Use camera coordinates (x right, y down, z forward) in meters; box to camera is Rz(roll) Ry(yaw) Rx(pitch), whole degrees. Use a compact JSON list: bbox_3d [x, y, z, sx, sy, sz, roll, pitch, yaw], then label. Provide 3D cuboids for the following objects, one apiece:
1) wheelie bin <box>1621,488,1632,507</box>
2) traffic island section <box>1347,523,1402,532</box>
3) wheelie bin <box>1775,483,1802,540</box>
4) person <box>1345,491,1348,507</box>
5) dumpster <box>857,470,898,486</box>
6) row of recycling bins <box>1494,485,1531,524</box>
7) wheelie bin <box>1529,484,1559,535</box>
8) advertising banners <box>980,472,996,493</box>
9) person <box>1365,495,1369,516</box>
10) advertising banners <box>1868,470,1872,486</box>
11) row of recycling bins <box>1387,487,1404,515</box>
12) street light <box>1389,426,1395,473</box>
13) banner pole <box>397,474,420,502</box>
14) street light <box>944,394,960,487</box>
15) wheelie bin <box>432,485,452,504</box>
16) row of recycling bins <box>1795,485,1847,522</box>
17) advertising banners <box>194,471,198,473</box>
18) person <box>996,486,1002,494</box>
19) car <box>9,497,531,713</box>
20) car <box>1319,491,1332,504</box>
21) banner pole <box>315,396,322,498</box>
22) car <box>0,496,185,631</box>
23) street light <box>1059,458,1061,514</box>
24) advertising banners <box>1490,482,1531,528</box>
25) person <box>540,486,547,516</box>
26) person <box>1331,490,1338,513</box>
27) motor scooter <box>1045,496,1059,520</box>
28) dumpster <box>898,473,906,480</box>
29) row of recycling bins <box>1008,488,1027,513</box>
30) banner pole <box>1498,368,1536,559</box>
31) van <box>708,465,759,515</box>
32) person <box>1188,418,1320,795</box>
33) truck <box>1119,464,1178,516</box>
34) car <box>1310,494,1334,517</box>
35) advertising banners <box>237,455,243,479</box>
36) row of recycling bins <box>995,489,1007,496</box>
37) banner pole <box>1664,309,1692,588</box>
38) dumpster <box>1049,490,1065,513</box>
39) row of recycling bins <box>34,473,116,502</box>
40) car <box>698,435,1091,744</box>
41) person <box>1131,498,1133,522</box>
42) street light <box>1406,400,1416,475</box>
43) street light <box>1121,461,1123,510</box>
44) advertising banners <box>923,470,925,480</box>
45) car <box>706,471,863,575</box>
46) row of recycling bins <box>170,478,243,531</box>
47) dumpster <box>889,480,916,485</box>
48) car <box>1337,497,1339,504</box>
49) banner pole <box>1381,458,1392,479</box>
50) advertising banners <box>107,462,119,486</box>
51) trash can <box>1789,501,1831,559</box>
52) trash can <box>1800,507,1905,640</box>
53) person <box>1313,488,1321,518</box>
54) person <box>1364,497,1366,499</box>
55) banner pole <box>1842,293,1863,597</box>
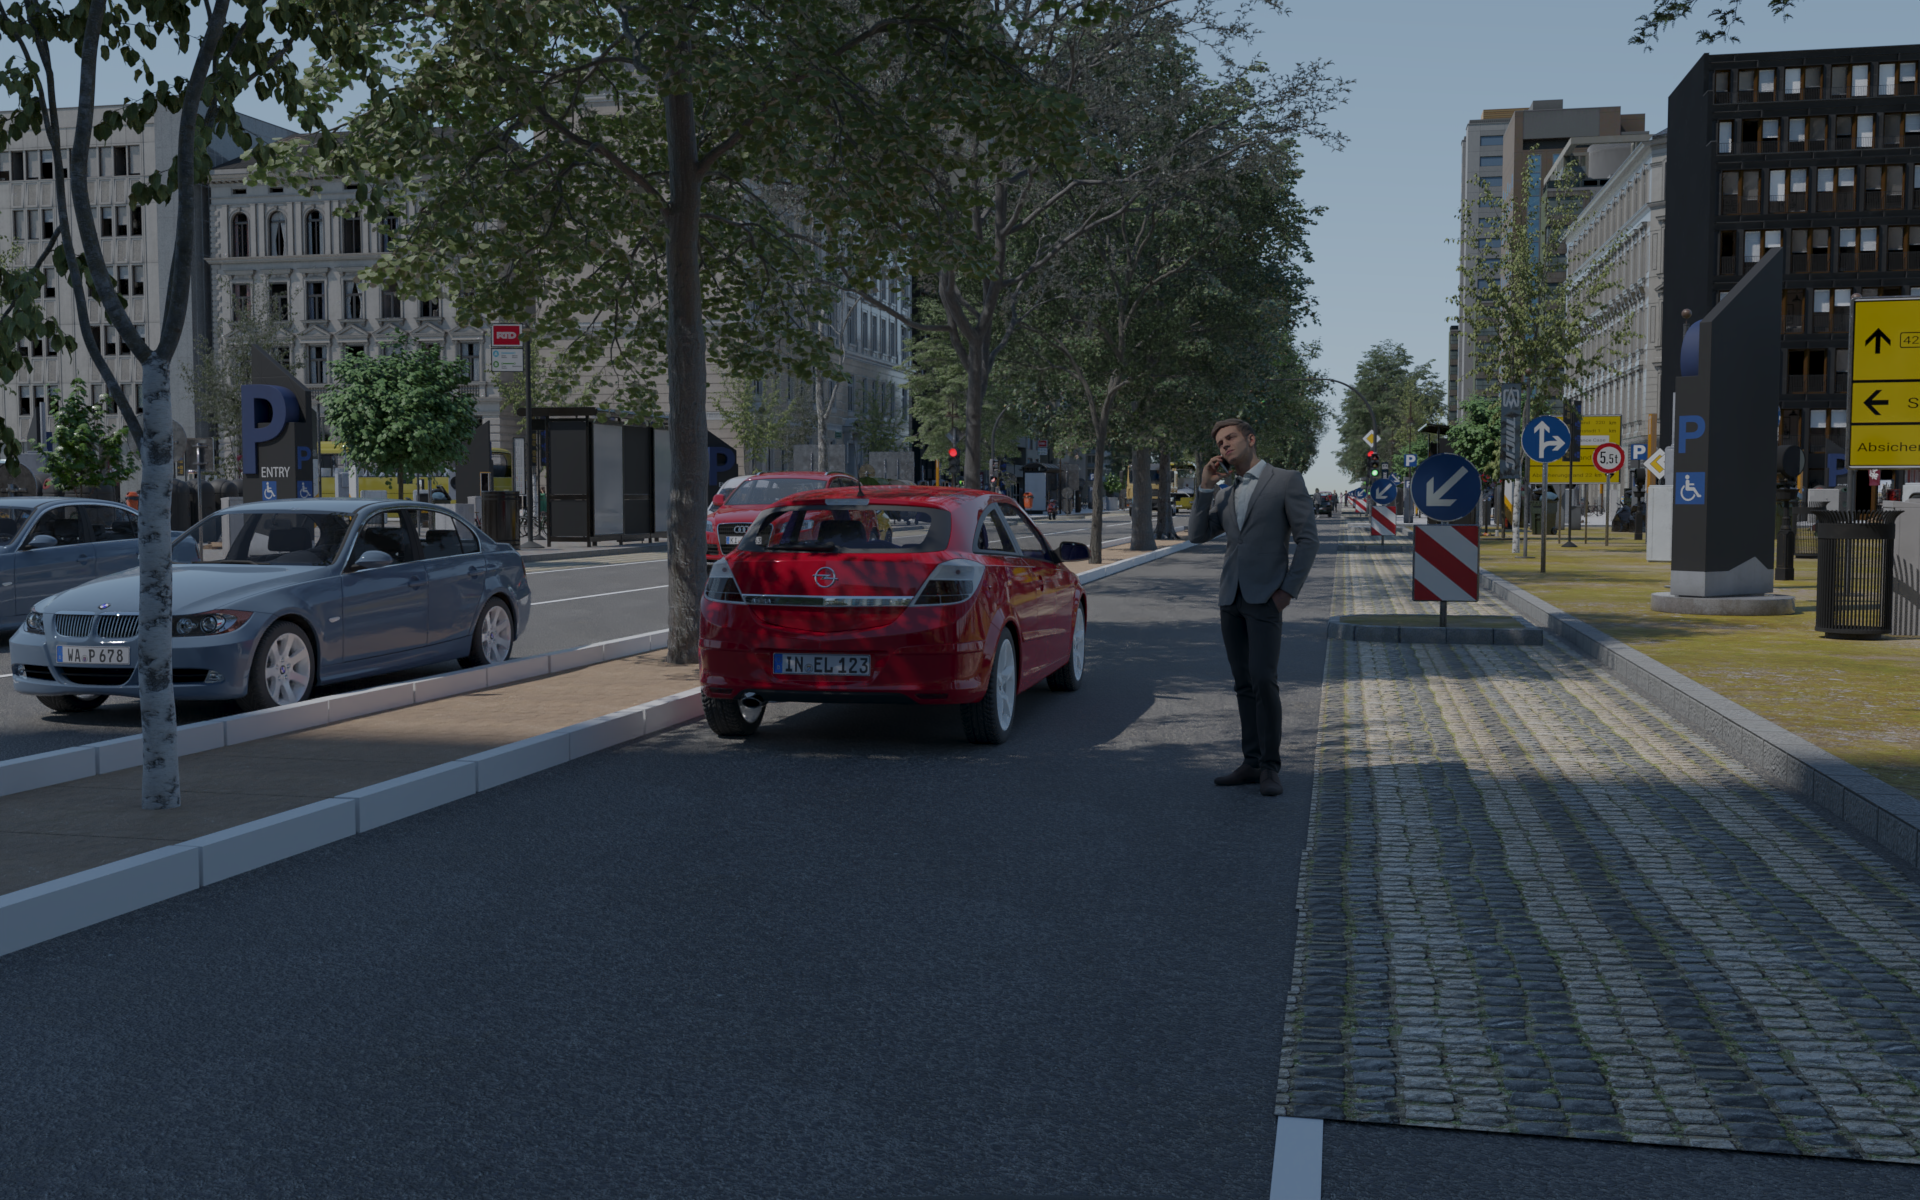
[{"bbox_3d":[35.144,-5.067,90.745,0.980,1.594,0.693,2,4,27],"label":"wheelie bin"},{"bbox_3d":[16.203,-2.782,67.759,2.009,0.180,2.903,1,4,12],"label":"traffic island section"},{"bbox_3d":[23.273,-2.506,48.873,0.980,1.594,0.693,0,4,3],"label":"wheelie bin"},{"bbox_3d":[39.205,-10.172,175.727,0.530,1.710,0.541,3,5,40],"label":"person"},{"bbox_3d":[-3.600,-4.134,70.089,1.502,2.255,1.985,1,4,12],"label":"dumpster"},{"bbox_3d":[23.918,-4.156,75.058,1.069,1.692,3.534,2,4,32],"label":"row of recycling bins"},{"bbox_3d":[18.361,-2.845,54.428,0.693,1.594,0.980,-2,4,-31],"label":"wheelie bin"},{"bbox_3d":[2.314,-8.628,137.251,2.074,3.025,0.090,-2,4,-28],"label":"advertising banners"},{"bbox_3d":[25.041,-5.954,106.022,0.466,1.800,0.511,1,4,23],"label":"person"},{"bbox_3d":[29.483,-3.573,54.612,0.090,3.025,2.074,-2,4,-25],"label":"advertising banners"},{"bbox_3d":[26.640,-6.036,105.802,1.069,1.692,3.534,1,4,16],"label":"row of recycling bins"},{"bbox_3d":[29.088,-8.797,116.617,0.468,5.910,1.993,1,4,12],"label":"street light"},{"bbox_3d":[-16.555,-3.801,52.158,0.863,3.779,0.401,0,4,0],"label":"banner pole"},{"bbox_3d":[-0.338,-6.548,79.840,0.468,5.910,1.993,1,4,12],"label":"street light"},{"bbox_3d":[-18.275,-3.239,60.862,0.693,1.594,0.980,-2,4,-33],"label":"wheelie bin"},{"bbox_3d":[39.829,-4.538,81.315,3.534,1.692,1.069,1,4,22],"label":"row of recycling bins"},{"bbox_3d":[-35.512,-5.078,79.208,0.090,3.025,2.074,2,4,33],"label":"advertising banners"},{"bbox_3d":[1.838,-4.481,81.865,0.391,1.810,0.635,0,4,-7],"label":"person"},{"bbox_3d":[-4.800,-0.044,12.722,2.014,1.417,4.499,1,4,13],"label":"car"},{"bbox_3d":[45.297,-12.600,214.678,2.281,1.827,5.304,1,4,12],"label":"car"},{"bbox_3d":[-16.278,-3.302,44.011,0.401,3.779,0.863,-1,4,-18],"label":"banner pole"},{"bbox_3d":[-9.514,-0.322,17.273,2.014,1.417,4.499,1,4,12],"label":"car"},{"bbox_3d":[6.432,-8.448,110.907,0.468,5.910,1.993,1,4,12],"label":"street light"},{"bbox_3d":[20.724,-4.230,65.344,2.074,3.025,0.090,-2,4,-24],"label":"advertising banners"},{"bbox_3d":[-19.627,-4.448,81.478,0.529,1.795,0.600,1,4,15],"label":"person"},{"bbox_3d":[29.117,-7.695,134.727,0.576,1.772,0.534,1,4,14],"label":"person"},{"bbox_3d":[5.148,-5.107,96.273,0.815,1.314,1.986,1,4,12],"label":"motor scooter"},{"bbox_3d":[-3.135,-4.774,80.546,1.502,2.255,1.985,1,4,13],"label":"dumpster"},{"bbox_3d":[4.624,-6.898,119.890,1.069,1.692,3.534,2,4,25],"label":"row of recycling bins"},{"bbox_3d":[11.082,-2.718,34.456,0.863,3.779,0.401,-1,4,-17],"label":"banner pole"},{"bbox_3d":[-4.182,-1.748,35.588,2.013,2.044,4.112,1,4,13],"label":"van"},{"bbox_3d":[1.423,0.014,8.451,0.473,1.802,0.592,-2,4,-28],"label":"person"},{"bbox_3d":[12.499,-7.143,112.708,3.469,3.379,9.791,1,4,12],"label":"truck"},{"bbox_3d":[22.256,-5.988,107.693,2.009,1.686,4.222,1,4,11],"label":"car"},{"bbox_3d":[-31.228,-4.953,77.175,2.074,3.025,0.090,0,4,8],"label":"advertising banners"},{"bbox_3d":[2.314,-8.120,139.882,3.534,1.692,1.069,-1,4,-14],"label":"row of recycling bins"},{"bbox_3d":[9.892,-2.036,23.303,0.401,3.779,0.863,-1,4,-17],"label":"banner pole"},{"bbox_3d":[6.906,-7.020,120.539,1.264,1.857,1.865,1,4,12],"label":"dumpster"},{"bbox_3d":[-17.733,-1.638,33.898,3.534,1.692,1.069,2,4,34],"label":"row of recycling bins"},{"bbox_3d":[-0.269,-0.152,11.534,2.155,1.783,4.494,1,4,13],"label":"car"},{"bbox_3d":[8.033,-4.287,78.936,0.601,1.785,0.444,-3,5,-44],"label":"person"},{"bbox_3d":[22.204,-6.894,85.508,0.468,5.910,1.993,1,4,12],"label":"street light"},{"bbox_3d":[13.327,-10.346,141.946,0.468,5.910,1.993,1,4,12],"label":"street light"},{"bbox_3d":[-2.977,-7.888,125.149,0.090,3.025,2.074,1,4,23],"label":"advertising banners"},{"bbox_3d":[-2.743,-1.210,28.451,2.281,1.827,5.304,1,4,11],"label":"car"},{"bbox_3d":[-20.149,-2.406,46.456,1.069,1.692,3.534,1,4,15],"label":"row of recycling bins"},{"bbox_3d":[-2.468,-4.044,71.874,1.264,1.857,1.865,1,4,12],"label":"dumpster"},{"bbox_3d":[56.338,-15.294,261.852,2.131,1.459,4.920,1,4,14],"label":"car"},{"bbox_3d":[29.537,-7.936,119.764,0.863,3.779,0.401,0,4,8],"label":"banner pole"},{"bbox_3d":[-26.690,-3.499,53.404,0.090,3.025,2.074,1,4,22],"label":"advertising banners"},{"bbox_3d":[16.881,-1.394,34.447,0.748,1.137,0.748,0,3,0],"label":"trash can"},{"bbox_3d":[7.941,-0.227,15.369,0.748,1.137,0.748,0,3,0],"label":"trash can"},{"bbox_3d":[21.097,-5.744,102.589,0.709,1.800,0.728,-1,4,-12],"label":"person"},{"bbox_3d":[33.226,-8.079,141.599,0.522,1.701,0.512,1,4,10],"label":"person"},{"bbox_3d":[11.311,-1.926,21.514,0.401,3.779,0.863,-3,4,-36],"label":"banner pole"}]
